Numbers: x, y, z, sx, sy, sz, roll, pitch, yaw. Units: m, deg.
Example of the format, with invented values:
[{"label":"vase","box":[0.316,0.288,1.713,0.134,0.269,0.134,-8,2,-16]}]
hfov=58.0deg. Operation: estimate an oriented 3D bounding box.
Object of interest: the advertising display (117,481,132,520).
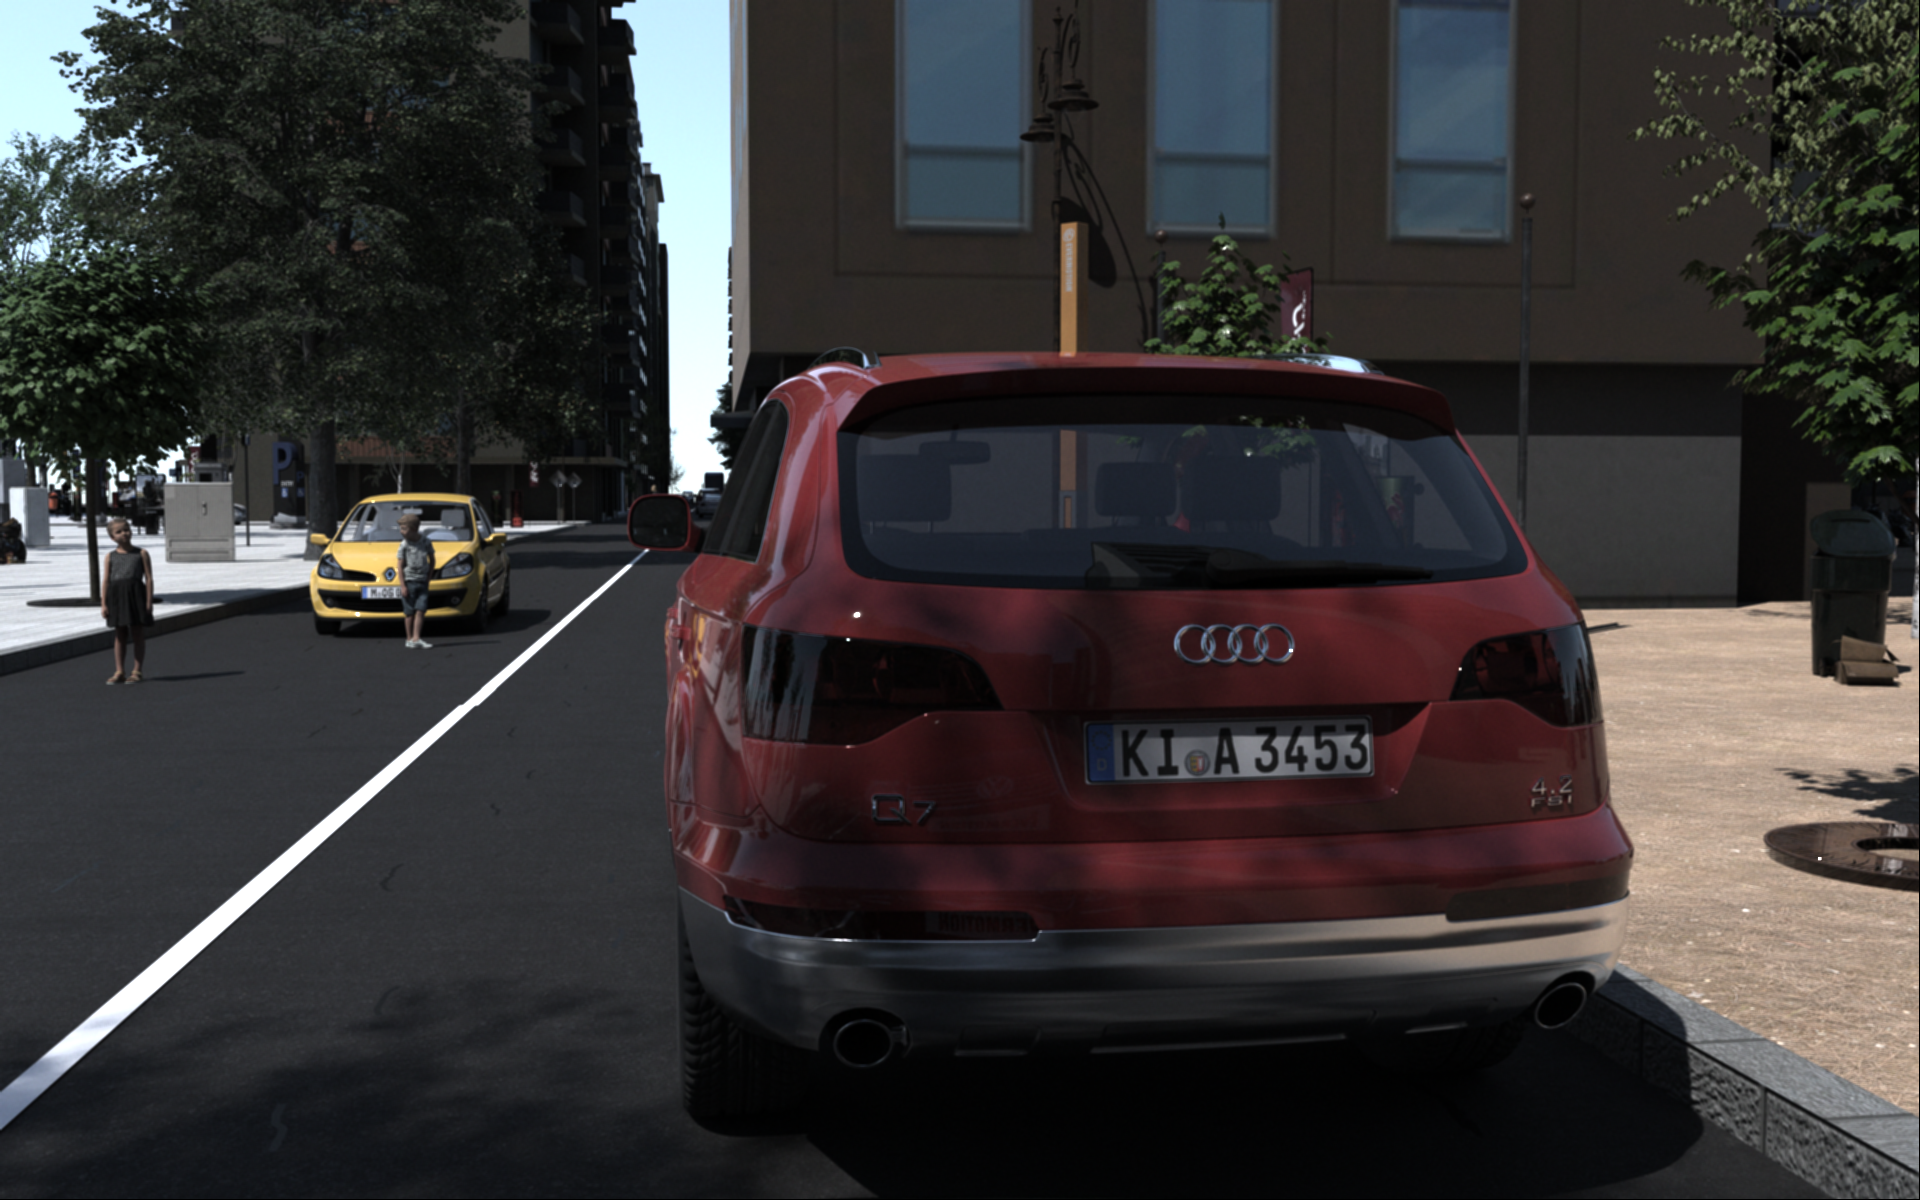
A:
[{"label":"advertising display","box":[-41.575,-4.977,86.581,0.974,1.923,0.123,-2,4,-27]}]

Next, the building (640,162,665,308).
[{"label":"building","box":[-61.717,-42.012,276.130,28.713,52.752,27.495,-1,4,-8]}]

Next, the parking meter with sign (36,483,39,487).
[{"label":"parking meter with sign","box":[-62.440,-7.386,117.025,0.543,3.016,1.738,1,4,15]}]

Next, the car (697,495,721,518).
[{"label":"car","box":[-14.907,-5.662,104.928,2.083,1.381,4.827,-1,4,-9]}]

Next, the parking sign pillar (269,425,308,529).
[{"label":"parking sign pillar","box":[-25.018,-4.654,64.559,1.447,3.967,1.447,2,4,31]}]

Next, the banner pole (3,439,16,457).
[{"label":"banner pole","box":[-30.170,-3.957,54.707,0.401,3.779,0.863,2,4,32]}]

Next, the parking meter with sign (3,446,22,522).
[{"label":"parking meter with sign","box":[-35.056,-4.075,62.895,0.543,3.016,1.738,3,5,39]}]

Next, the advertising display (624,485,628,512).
[{"label":"advertising display","box":[-24.042,-7.307,124.687,0.123,1.923,0.974,0,4,-4]}]

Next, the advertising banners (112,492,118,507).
[{"label":"advertising banners","box":[-63.782,-8.235,130.836,2.074,3.025,0.090,0,4,-7]}]

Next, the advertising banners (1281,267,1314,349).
[{"label":"advertising banners","box":[2.864,-1.023,12.913,0.090,3.025,2.074,-1,4,-17]}]

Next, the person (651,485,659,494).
[{"label":"person","box":[-11.868,-3.705,69.298,1.509,1.804,0.699,-3,5,-43]}]

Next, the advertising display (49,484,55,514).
[{"label":"advertising display","box":[-57.950,-6.444,110.574,0.123,1.923,0.974,-1,4,-16]}]

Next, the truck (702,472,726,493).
[{"label":"truck","box":[-29.464,-13.386,208.614,2.967,4.110,18.799,-1,4,-9]}]

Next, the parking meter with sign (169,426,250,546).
[{"label":"parking meter with sign","box":[-18.297,-2.816,42.304,1.738,3.016,0.543,-1,4,-10]}]

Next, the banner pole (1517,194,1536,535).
[{"label":"banner pole","box":[4.803,-1.514,14.766,0.401,3.779,0.863,1,4,18]}]

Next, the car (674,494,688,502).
[{"label":"car","box":[-29.023,-10.190,178.399,2.131,1.459,4.920,0,4,-7]}]

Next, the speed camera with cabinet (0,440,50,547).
[{"label":"speed camera with cabinet","box":[-23.115,-2.952,42.601,2.038,3.252,0.660,3,5,41]}]

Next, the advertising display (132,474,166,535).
[{"label":"advertising display","box":[-25.564,-3.029,54.741,0.974,1.923,0.123,0,4,4]}]

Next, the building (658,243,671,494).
[{"label":"building","box":[-57.161,-39.628,298.031,14.600,45.320,14.200,-1,4,-8]}]

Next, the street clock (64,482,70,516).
[{"label":"street clock","box":[-52.670,-5.971,102.203,0.358,2.002,0.471,0,4,-7]}]

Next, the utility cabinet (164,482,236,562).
[{"label":"utility cabinet","box":[-14.267,-1.457,32.509,1.173,1.500,0.318,-1,4,-16]}]

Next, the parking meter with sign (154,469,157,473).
[{"label":"parking meter with sign","box":[-55.948,-7.679,121.816,1.738,3.016,0.543,1,4,11]}]

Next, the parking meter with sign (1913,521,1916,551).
[{"label":"parking meter with sign","box":[22.239,-2.590,38.608,1.738,3.016,0.543,0,4,-2]}]

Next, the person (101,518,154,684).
[{"label":"person","box":[-6.316,0.002,13.145,0.362,1.253,0.373,0,4,-7]}]

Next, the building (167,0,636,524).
[{"label":"building","box":[-28.707,-26.758,92.111,22.147,44.769,28.867,-1,4,-8]}]

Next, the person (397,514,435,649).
[{"label":"person","box":[-5.053,-0.179,16.113,0.332,1.250,0.352,0,4,7]}]

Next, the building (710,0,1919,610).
[{"label":"building","box":[3.718,-22.875,24.119,14.600,45.320,14.200,-1,4,-8]}]

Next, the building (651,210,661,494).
[{"label":"building","box":[-49.373,-34.145,241.864,14.154,41.232,14.086,-1,4,-8]}]

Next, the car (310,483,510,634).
[{"label":"car","box":[-5.963,-0.539,19.033,2.015,1.641,3.980,-1,4,-9]}]

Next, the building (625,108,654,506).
[{"label":"building","box":[-46.941,-35.163,194.521,23.786,49.044,30.456,-1,4,-8]}]

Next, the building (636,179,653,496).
[{"label":"building","box":[-46.504,-32.641,217.279,14.154,41.232,14.086,-1,4,-8]}]

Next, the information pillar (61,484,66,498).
[{"label":"information pillar","box":[-67.560,-7.710,130.555,0.304,2.012,0.304,-3,4,-36]}]

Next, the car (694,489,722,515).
[{"label":"car","box":[-17.757,-6.992,122.993,2.281,1.827,5.304,-1,4,-8]}]

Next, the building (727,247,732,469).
[{"label":"building","box":[-28.956,-39.445,299.547,22.147,44.769,28.867,-1,4,-8]}]

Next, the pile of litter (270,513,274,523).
[{"label":"pile of litter","box":[-30.009,-3.870,77.244,1.176,0.858,1.719,3,5,44]}]

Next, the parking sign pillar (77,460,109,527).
[{"label":"parking sign pillar","box":[-33.502,-4.815,67.197,1.447,3.967,1.447,-1,4,-15]}]

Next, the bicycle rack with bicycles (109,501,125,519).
[{"label":"bicycle rack with bicycles","box":[-43.839,-4.784,91.597,2.852,0.926,2.925,-1,4,-10]}]

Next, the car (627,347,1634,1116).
[{"label":"car","box":[0.066,0.184,5.664,2.281,1.827,5.304,-1,4,-10]}]

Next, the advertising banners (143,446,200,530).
[{"label":"advertising banners","box":[-28.483,-4.068,62.697,2.074,3.025,0.090,-1,4,-15]}]

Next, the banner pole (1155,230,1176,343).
[{"label":"banner pole","box":[1.985,-1.634,16.739,0.401,3.779,0.863,1,4,19]}]

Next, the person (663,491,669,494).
[{"label":"person","box":[-31.659,-10.830,186.367,0.742,1.727,0.445,-1,4,-9]}]

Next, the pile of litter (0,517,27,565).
[{"label":"pile of litter","box":[-17.831,-1.102,31.980,1.176,0.858,1.719,-1,4,-11]}]

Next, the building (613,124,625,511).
[{"label":"building","box":[-31.682,-21.552,124.075,14.160,30.474,14.107,-1,4,-8]}]

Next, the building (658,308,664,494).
[{"label":"building","box":[-51.416,-29.701,257.311,14.160,30.474,14.107,-1,4,-8]}]

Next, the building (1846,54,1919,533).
[{"label":"building","box":[28.390,-38.295,64.373,20.611,71.187,20.563,-1,4,-8]}]

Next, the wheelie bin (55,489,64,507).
[{"label":"wheelie bin","box":[-60.436,-6.596,115.760,0.980,1.594,0.693,-2,4,-31]}]

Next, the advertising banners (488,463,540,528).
[{"label":"advertising banners","box":[-17.022,-4.290,66.336,2.074,3.025,0.090,-2,4,-27]}]

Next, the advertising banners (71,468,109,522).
[{"label":"advertising banners","box":[-40.279,-5.135,80.145,2.074,3.025,0.090,1,4,16]}]

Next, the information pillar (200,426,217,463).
[{"label":"information pillar","box":[-23.045,-3.778,53.130,0.504,3.616,0.183,-3,5,-42]}]
